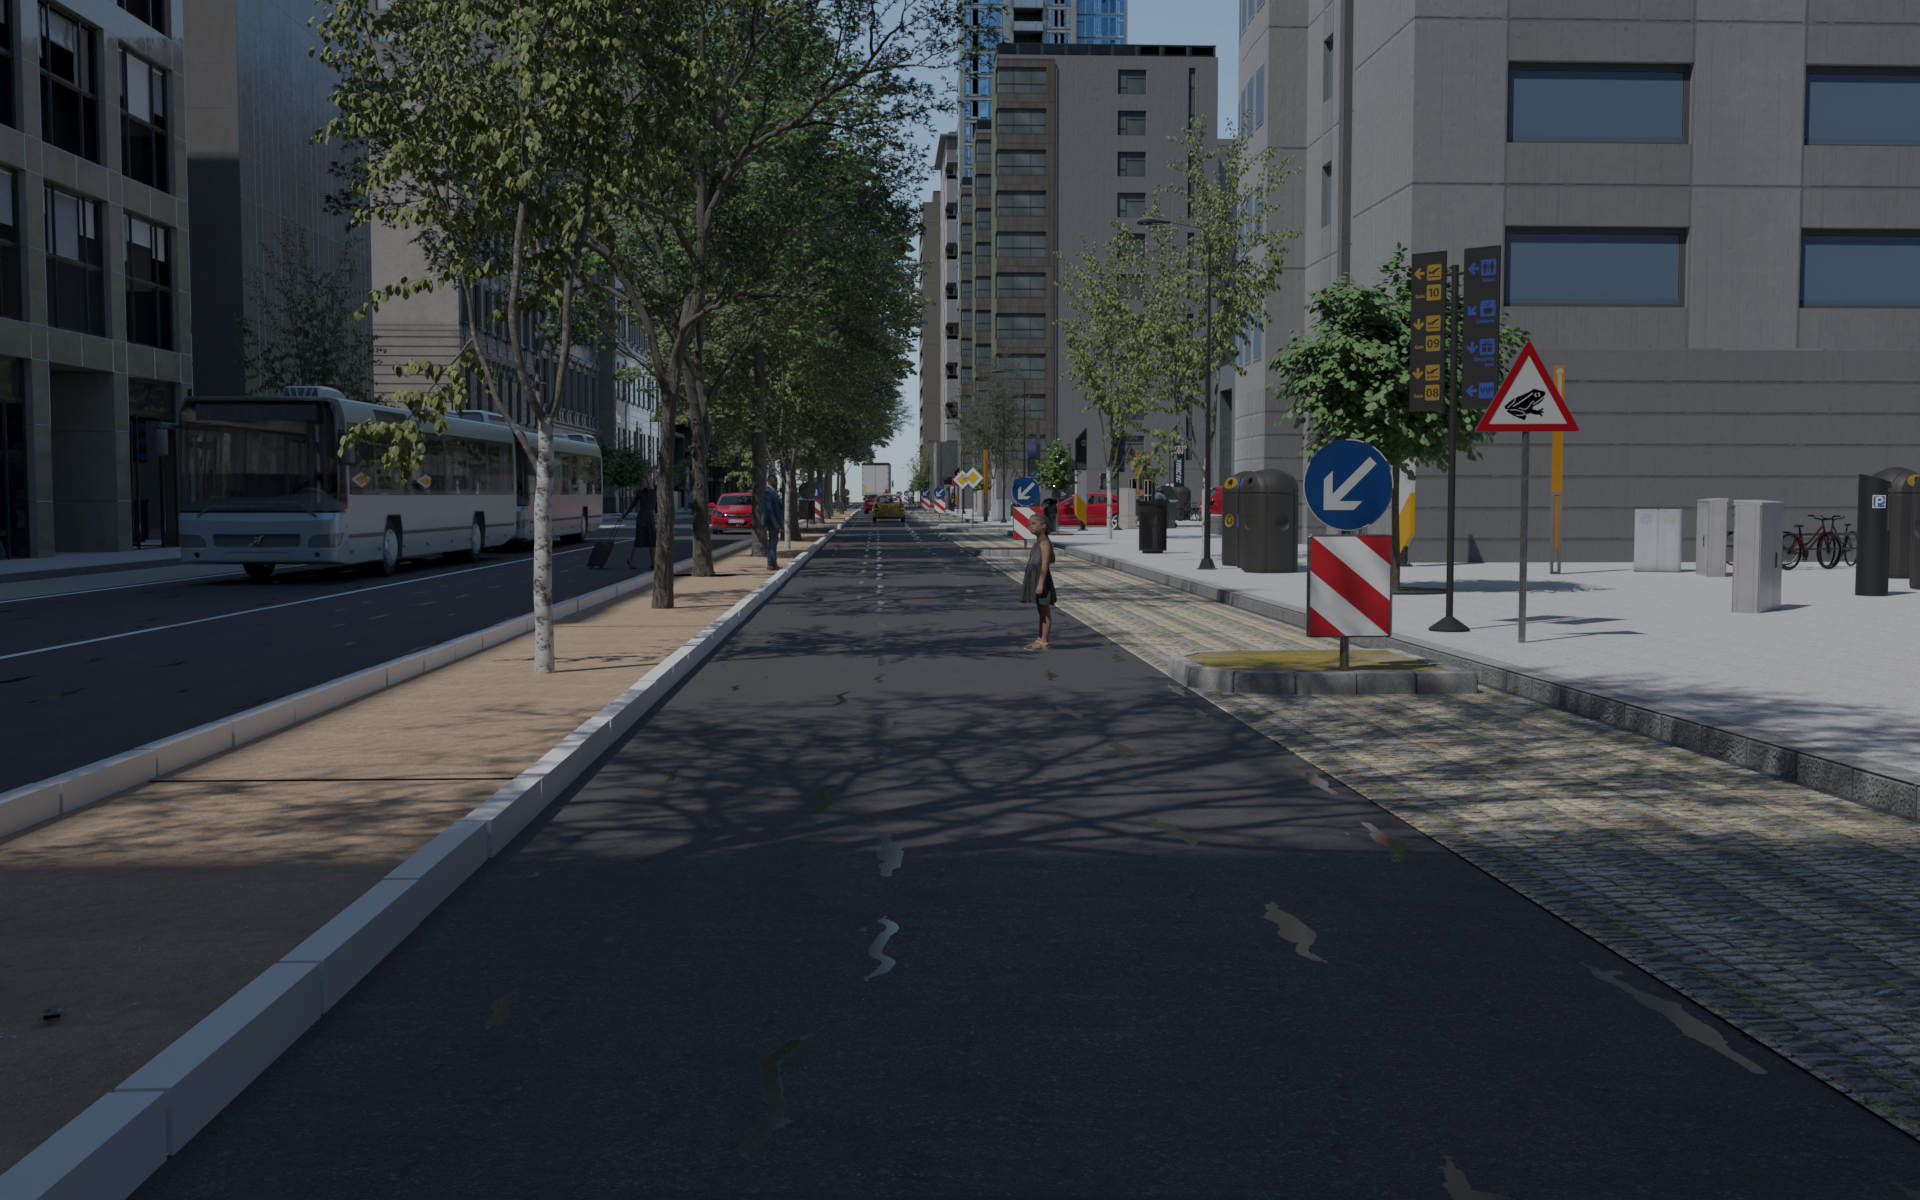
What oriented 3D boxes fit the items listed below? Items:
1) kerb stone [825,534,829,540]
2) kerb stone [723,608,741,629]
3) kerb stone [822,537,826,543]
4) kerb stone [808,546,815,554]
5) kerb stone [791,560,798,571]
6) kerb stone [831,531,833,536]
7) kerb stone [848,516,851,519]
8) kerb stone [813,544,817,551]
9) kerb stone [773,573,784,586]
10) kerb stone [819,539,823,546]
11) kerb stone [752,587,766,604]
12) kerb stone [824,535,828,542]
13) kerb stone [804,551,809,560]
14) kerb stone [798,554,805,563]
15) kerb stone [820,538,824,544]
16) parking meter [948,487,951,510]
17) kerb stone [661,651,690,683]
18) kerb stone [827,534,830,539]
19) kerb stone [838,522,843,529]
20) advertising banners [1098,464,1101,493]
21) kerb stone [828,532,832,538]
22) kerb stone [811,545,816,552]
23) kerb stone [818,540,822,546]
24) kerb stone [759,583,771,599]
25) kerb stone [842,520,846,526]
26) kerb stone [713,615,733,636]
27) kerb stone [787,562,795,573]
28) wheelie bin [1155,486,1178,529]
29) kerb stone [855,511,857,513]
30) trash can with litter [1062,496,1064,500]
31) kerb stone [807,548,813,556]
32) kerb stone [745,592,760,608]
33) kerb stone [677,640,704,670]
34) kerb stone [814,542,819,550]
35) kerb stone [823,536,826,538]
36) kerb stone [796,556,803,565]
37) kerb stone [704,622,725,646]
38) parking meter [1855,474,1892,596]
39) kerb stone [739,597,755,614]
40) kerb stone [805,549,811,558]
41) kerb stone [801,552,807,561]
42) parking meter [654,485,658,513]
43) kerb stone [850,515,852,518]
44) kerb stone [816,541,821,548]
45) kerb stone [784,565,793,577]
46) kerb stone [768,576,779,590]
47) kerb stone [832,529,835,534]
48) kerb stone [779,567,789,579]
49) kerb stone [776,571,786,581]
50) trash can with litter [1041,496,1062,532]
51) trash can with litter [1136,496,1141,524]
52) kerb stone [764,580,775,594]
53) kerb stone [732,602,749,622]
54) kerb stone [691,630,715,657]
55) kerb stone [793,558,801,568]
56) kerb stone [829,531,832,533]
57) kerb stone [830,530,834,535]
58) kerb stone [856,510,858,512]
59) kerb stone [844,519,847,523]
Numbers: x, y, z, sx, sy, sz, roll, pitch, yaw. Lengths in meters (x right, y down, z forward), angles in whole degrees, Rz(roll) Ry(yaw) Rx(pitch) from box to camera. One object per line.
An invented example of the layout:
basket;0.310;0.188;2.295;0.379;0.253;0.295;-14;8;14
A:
kerb stone;-4.040;-1.784;51.360;0.120;0.150;1.000;0;4;-3
kerb stone;-2.476;0.225;18.572;0.120;0.150;1.000;0;4;-3
kerb stone;-3.890;-1.590;48.289;0.120;0.150;1.000;0;4;-3
kerb stone;-3.500;-1.094;40.090;0.120;0.150;1.000;0;4;-3
kerb stone;-3.113;-0.593;31.896;0.120;0.150;1.000;0;4;-3
kerb stone;-4.292;-2.097;56.487;0.120;0.150;1.000;0;4;-3
kerb stone;-5.940;-4.195;90.783;0.120;0.150;1.000;0;4;-3
kerb stone;-3.608;-1.217;42.138;0.120;0.150;1.000;0;4;-3
kerb stone;-2.855;-0.280;26.773;0.120;0.150;1.000;0;4;-3
kerb stone;-3.800;-1.471;46.246;0.120;0.150;1.000;0;4;-3
kerb stone;-2.668;-0.029;22.667;0.120;0.150;1.000;0;4;-3
kerb stone;-3.998;-1.721;50.330;0.120;0.150;1.000;0;4;-3
kerb stone;-3.360;-0.907;37.020;0.120;0.150;1.000;0;4;-3
kerb stone;-3.256;-0.779;34.966;0.120;0.150;1.000;0;4;-3
kerb stone;-3.855;-1.531;47.267;0.120;0.150;1.000;0;4;-3
parking meter;-0.703;-7.969;135.997;0.399;1.863;0.255;-2;4;-29
kerb stone;-2.228;0.535;13.451;0.120;0.150;1.000;0;4;-3
kerb stone;-4.093;-1.844;52.381;0.120;0.150;1.000;0;4;-3
kerb stone;-5.045;-3.067;72.354;0.120;0.150;1.000;0;4;-3
advertising banners;8.096;-6.389;100.645;0.090;3.025;2.074;0;4;1
kerb stone;-4.190;-1.972;54.438;0.120;0.150;1.000;0;4;-3
kerb stone;-3.550;-1.157;41.117;0.120;0.150;1.000;0;4;-3
kerb stone;-3.744;-1.408;45.221;0.120;0.150;1.000;0;4;-3
kerb stone;-2.710;-0.091;23.691;0.120;0.150;1.000;0;4;-3
kerb stone;-5.299;-3.372;77.472;0.120;0.150;1.000;0;4;-3
kerb stone;-2.426;0.285;17.541;0.120;0.150;1.000;0;4;-3
kerb stone;-3.066;-0.531;30.874;0.120;0.150;1.000;0;4;-3
wheelie bin;7.666;-3.466;64.585;0.693;1.594;0.980;3;5;44
kerb stone;-7.159;-5.760;116.378;0.120;0.150;1.000;0;4;-3
trash can with litter;4.879;-4.730;88.728;0.624;1.170;1.055;-3;4;-36
kerb stone;-3.452;-1.028;39.063;0.120;0.150;1.000;0;4;-3
kerb stone;-2.623;0.034;21.644;0.120;0.150;1.000;0;4;-3
kerb stone;-2.275;0.472;14.472;0.120;0.150;1.000;0;4;-3
kerb stone;-3.650;-1.283;43.167;0.120;0.150;1.000;0;4;-3
kerb stone;-3.950;-1.655;49.309;0.120;0.150;1.000;0;4;-3
kerb stone;-3.206;-0.718;33.940;0.120;0.150;1.000;0;4;-3
kerb stone;-2.374;0.347;16.517;0.120;0.150;1.000;0;4;-3
parking meter;11.515;-0.821;21.833;0.372;1.533;0.369;0;3;0
kerb stone;-2.572;0.096;20.621;0.120;0.150;1.000;0;4;-3
kerb stone;-3.401;-0.965;38.042;0.120;0.150;1.000;0;4;-3
kerb stone;-3.307;-0.844;35.991;0.120;0.150;1.000;0;4;-3
parking meter;-20.154;-6.682;114.962;0.255;1.863;0.399;0;4;-7
kerb stone;-6.132;-4.443;94.872;0.120;0.150;1.000;0;4;-3
kerb stone;-3.698;-1.344;44.197;0.120;0.150;1.000;0;4;-3
kerb stone;-3.008;-0.464;29.854;0.120;0.150;1.000;0;4;-3
kerb stone;-2.814;-0.217;25.748;0.120;0.150;1.000;0;4;-3
kerb stone;-4.382;-2.222;58.529;0.120;0.150;1.000;0;4;-3
kerb stone;-2.969;-0.406;28.832;0.120;0.150;1.000;0;4;-3
kerb stone;-2.914;-0.335;27.797;0.120;0.150;1.000;0;4;-3
trash can with litter;2.989;-2.916;59.071;0.624;1.170;1.055;-1;4;-8
trash can with litter;7.147;-3.879;74.487;2.233;1.210;1.678;1;4;19
kerb stone;-2.761;-0.154;24.719;0.120;0.150;1.000;0;4;-3
kerb stone;-2.516;0.159;19.600;0.120;0.150;1.000;0;4;-3
kerb stone;-2.324;0.410;15.493;0.120;0.150;1.000;0;4;-3
kerb stone;-3.162;-0.651;32.917;0.120;0.150;1.000;0;4;-3
kerb stone;-4.240;-2.034;55.459;0.120;0.150;1.000;0;4;-3
kerb stone;-4.339;-2.159;57.508;0.120;0.150;1.000;0;4;-3
kerb stone;-7.352;-6.011;120.482;0.120;0.150;1.000;0;4;-3
kerb stone;-5.393;-3.506;79.513;0.120;0.150;1.000;0;4;-3
